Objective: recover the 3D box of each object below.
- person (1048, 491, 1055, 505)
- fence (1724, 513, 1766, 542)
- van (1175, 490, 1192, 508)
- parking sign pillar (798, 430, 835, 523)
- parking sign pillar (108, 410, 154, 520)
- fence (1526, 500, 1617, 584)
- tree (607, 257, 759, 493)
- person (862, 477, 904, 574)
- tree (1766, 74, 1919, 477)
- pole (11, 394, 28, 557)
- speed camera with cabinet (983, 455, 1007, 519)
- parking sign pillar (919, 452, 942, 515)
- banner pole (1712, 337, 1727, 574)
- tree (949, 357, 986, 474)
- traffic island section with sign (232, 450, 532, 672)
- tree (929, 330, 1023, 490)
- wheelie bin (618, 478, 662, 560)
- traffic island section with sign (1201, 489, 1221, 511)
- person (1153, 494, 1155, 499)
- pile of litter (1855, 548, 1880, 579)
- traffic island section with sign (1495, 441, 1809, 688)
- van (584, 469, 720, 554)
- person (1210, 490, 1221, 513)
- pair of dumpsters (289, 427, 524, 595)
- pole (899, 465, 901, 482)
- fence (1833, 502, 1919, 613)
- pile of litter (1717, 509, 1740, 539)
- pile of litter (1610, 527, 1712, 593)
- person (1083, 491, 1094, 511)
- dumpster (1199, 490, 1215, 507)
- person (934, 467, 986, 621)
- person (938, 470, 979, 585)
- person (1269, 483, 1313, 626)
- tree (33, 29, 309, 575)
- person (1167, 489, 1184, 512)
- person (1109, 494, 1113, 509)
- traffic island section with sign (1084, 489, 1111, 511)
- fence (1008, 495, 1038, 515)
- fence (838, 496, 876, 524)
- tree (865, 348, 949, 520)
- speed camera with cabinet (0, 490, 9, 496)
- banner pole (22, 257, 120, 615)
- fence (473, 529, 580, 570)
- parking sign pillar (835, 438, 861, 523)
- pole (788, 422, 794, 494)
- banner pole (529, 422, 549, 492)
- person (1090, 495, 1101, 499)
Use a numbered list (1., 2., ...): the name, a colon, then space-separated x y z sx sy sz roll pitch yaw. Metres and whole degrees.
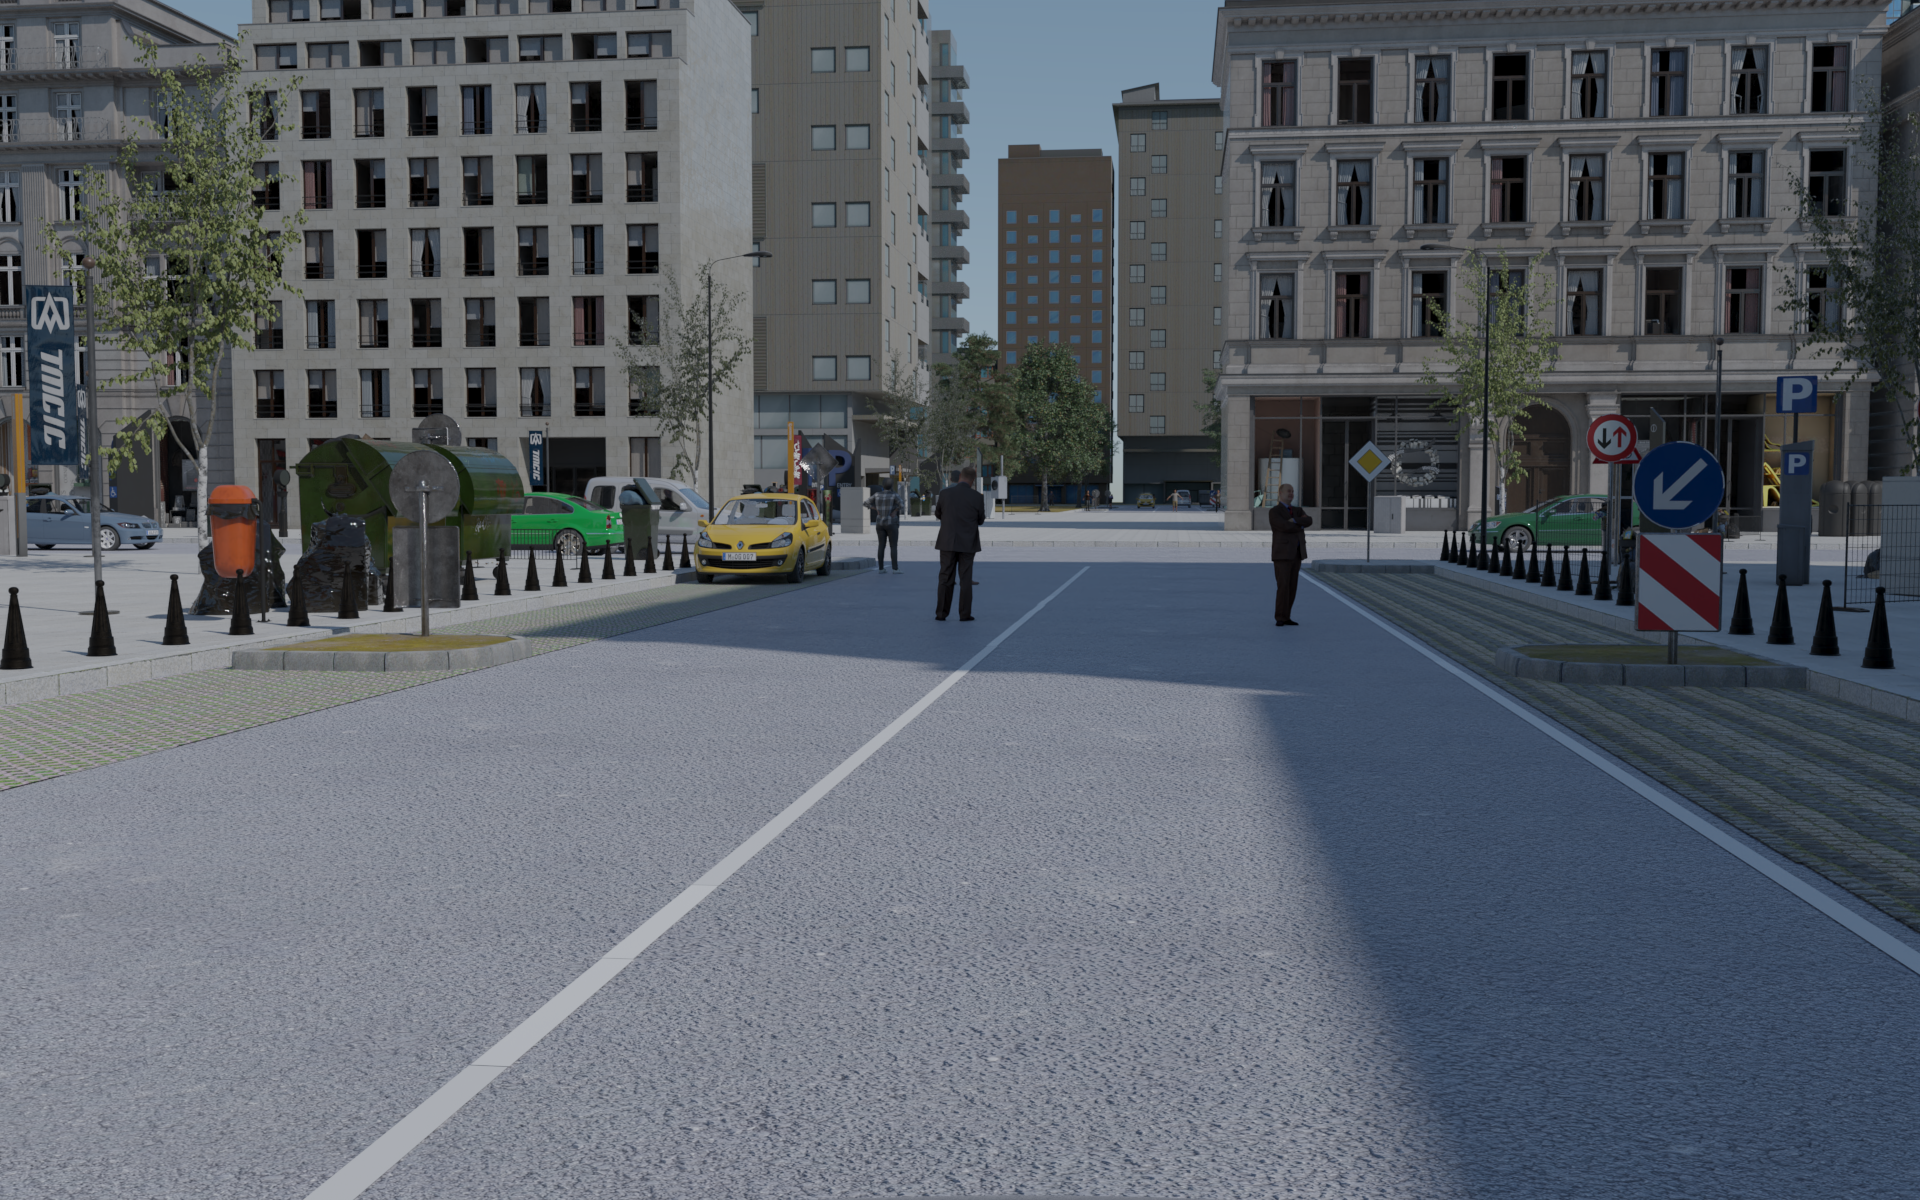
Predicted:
1. person: 10.552 -11.665 199.771 0.990 1.755 0.434 2 4 31
2. fence: 21.311 -1.935 47.018 2.069 0.683 0.278 -3 5 -42
3. van: 23.156 -10.584 180.052 2.013 2.044 4.112 0 4 7
4. parking sign pillar: -6.393 -5.206 73.587 1.447 3.967 1.447 1 4 21
5. parking sign pillar: -26.272 -4.062 54.880 1.447 3.967 1.447 2 4 28
6. fence: 9.090 -0.891 25.770 0.480 1.192 2.264 -1 4 -9
7. tree: -8.396 -6.296 53.295 4.360 8.622 3.978 0 3 0
8. person: -1.314 -1.341 31.146 0.841 1.734 0.376 2 4 30
9. tree: 16.123 -4.830 29.332 4.360 8.622 3.978 0 3 0
10. pole: -19.173 -2.536 35.300 0.158 3.312 0.155 0 3 0
11. speed camera with cabinet: 1.604 -5.807 89.281 0.660 3.252 2.038 -2 4 -34
12. parking sign pillar: -1.785 -7.132 105.079 1.447 3.967 1.447 1 4 13
13. banner pole: 12.049 -2.298 27.583 0.401 3.779 0.863 2 4 25
14. tree: -0.718 -8.781 93.931 4.360 8.622 3.978 0 3 0
15. traffic island section with sign: -4.804 -0.380 14.843 1.989 1.847 2.006 0 4 7
16. tree: 0.828 -11.761 114.342 6.751 12.117 7.091 0 3 0
17. wheelie bin: -6.249 -1.582 33.769 0.693 1.594 0.980 1 4 9
18. traffic island section with sign: 25.144 -10.059 173.095 1.989 1.847 2.006 0 4 7
19. person: 21.763 -11.184 194.620 0.557 1.426 1.065 0 4 6
20. pile of litter: 14.549 -0.758 26.351 1.719 0.858 1.176 1 4 18
21. traffic island section with sign: 5.367 -0.314 13.756 1.989 1.847 2.006 0 4 7
22. van: -6.981 -2.122 41.700 4.112 2.044 2.013 1 4 9
23. person: 18.092 -6.860 121.380 1.217 1.735 0.721 1 4 12
24. pair of dumpsters: -7.533 -1.309 23.898 1.574 2.255 4.437 0 4 7
25. pole: -4.203 -7.822 121.738 0.158 3.312 0.155 0 3 0
26. fence: 10.641 -0.502 19.406 2.264 1.192 0.480 -2 4 -26
27. pile of litter: 21.622 -2.186 49.711 1.719 0.858 1.176 0 4 -2
28. pile of litter: 9.084 -0.532 22.658 1.176 0.858 1.719 2 4 30
29. person: 10.682 -8.242 144.080 1.217 1.723 0.721 -2 4 -35
30. dumpster: 27.084 -11.109 189.843 1.865 1.857 1.264 0 4 8
31. person: -0.011 -0.640 19.649 0.565 1.739 0.600 -1 4 -18
32. person: -0.052 -1.145 27.316 0.635 1.810 0.391 2 4 24
33. person: 3.606 -0.496 18.883 0.482 1.546 0.388 -2 4 -24
34. tree: -12.237 -4.723 27.578 4.737 8.622 4.395 0 3 0
35. person: 17.300 -8.003 139.347 1.348 1.824 0.705 0 4 3
36. person: 14.407 -9.388 165.220 0.421 1.427 0.697 1 4 23
37. traffic island section with sign: 11.564 -8.440 146.627 1.989 1.847 2.006 0 4 7
38. fence: 4.061 -5.945 108.405 2.264 1.192 0.480 -3 4 -36
39. fence: -4.133 -3.915 75.212 2.264 1.192 0.480 0 4 1
40. tree: -2.693 -8.310 86.228 4.360 8.622 3.978 0 3 0
41. speed camera with cabinet: -35.505 -4.165 62.425 2.038 3.252 0.660 -3 5 -41
42. banner pole: -9.422 -1.733 18.348 0.863 3.779 0.401 -1 4 -10
43. fence: -7.448 -0.880 29.756 2.069 0.683 0.278 1 4 19
44. parking sign pillar: -5.353 -5.396 76.703 1.447 3.967 1.447 -2 4 -25
45. pole: -4.774 -3.368 48.910 0.158 3.312 0.155 0 3 0
46. banner pole: -14.535 -4.286 60.099 0.863 3.779 0.401 -1 4 -22
47. person: 16.043 -11.964 204.118 1.348 1.824 0.705 -1 4 -13
